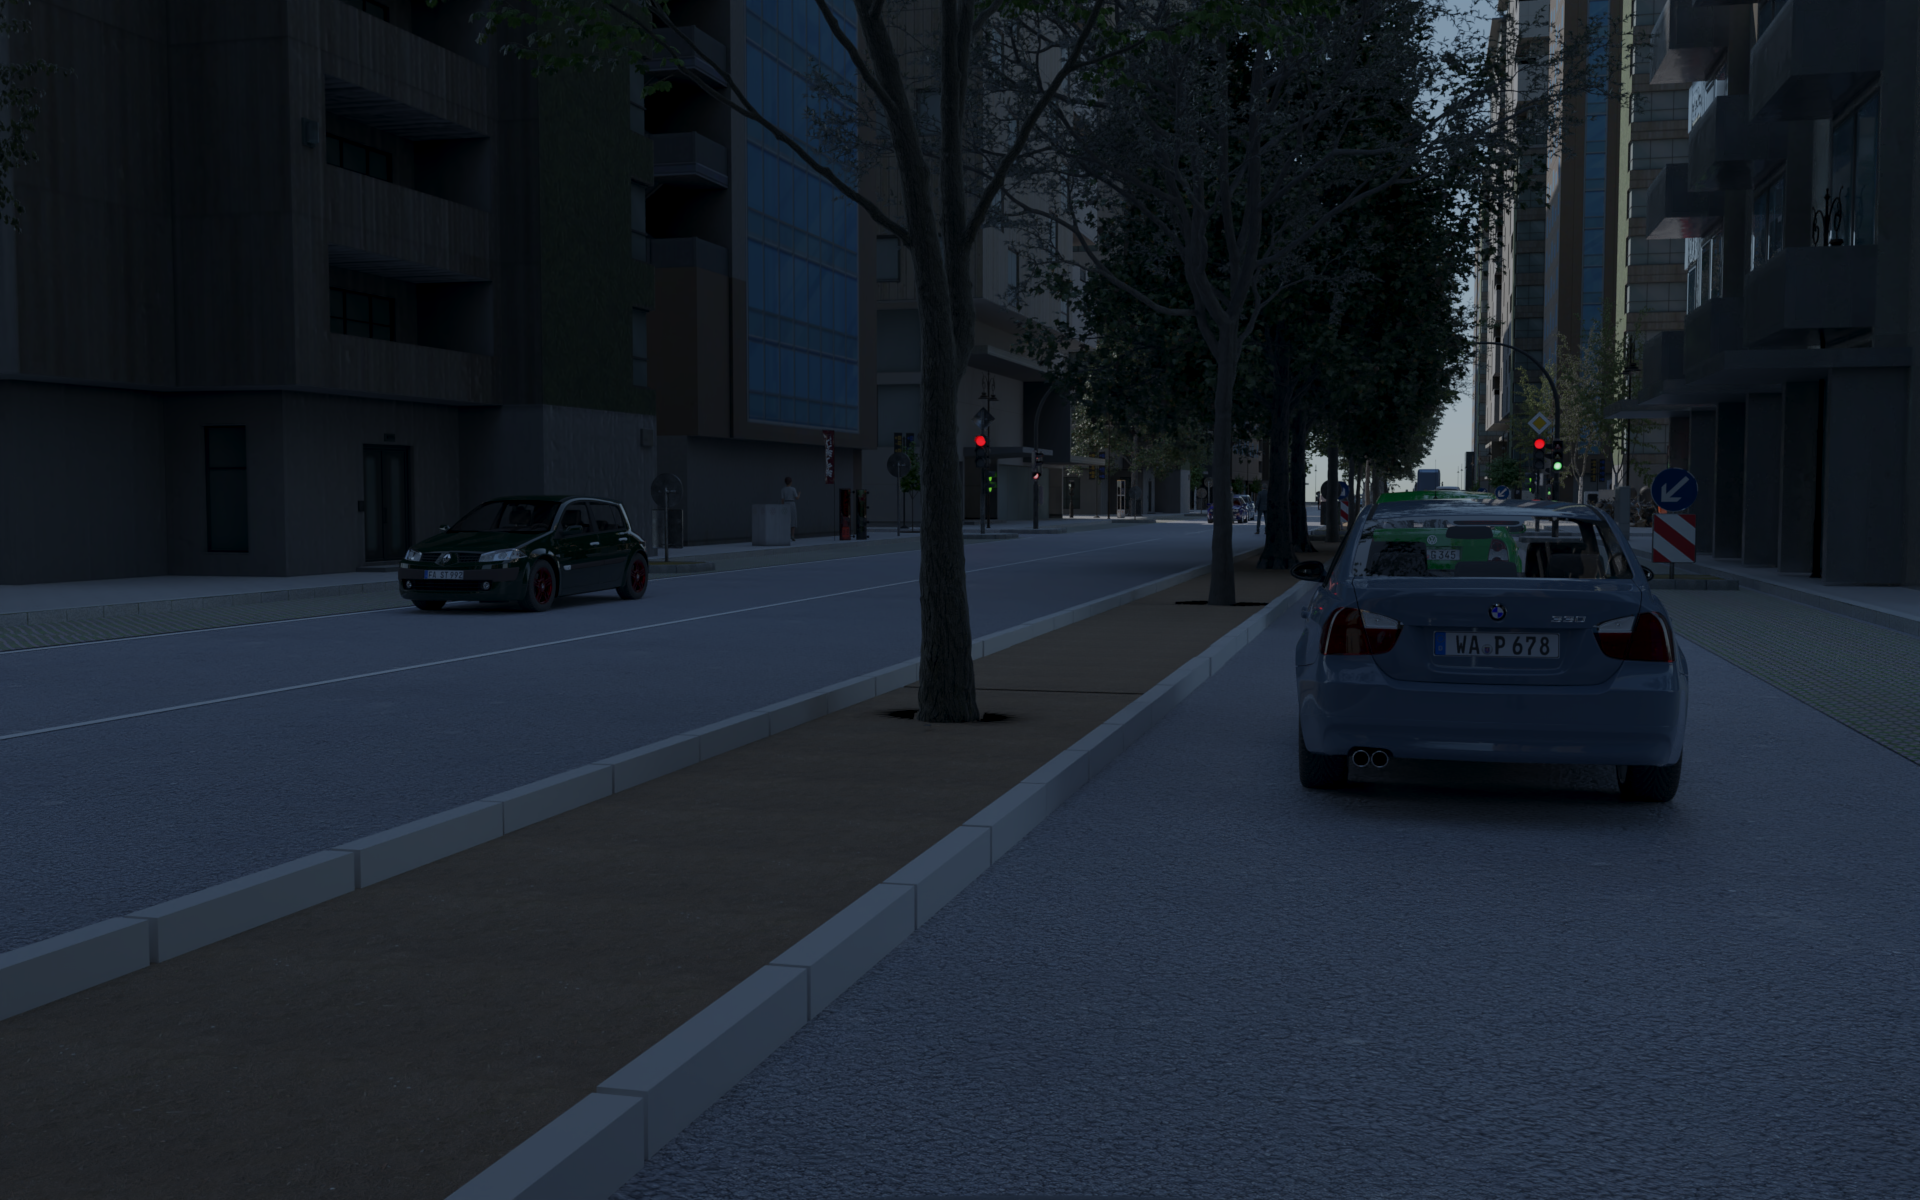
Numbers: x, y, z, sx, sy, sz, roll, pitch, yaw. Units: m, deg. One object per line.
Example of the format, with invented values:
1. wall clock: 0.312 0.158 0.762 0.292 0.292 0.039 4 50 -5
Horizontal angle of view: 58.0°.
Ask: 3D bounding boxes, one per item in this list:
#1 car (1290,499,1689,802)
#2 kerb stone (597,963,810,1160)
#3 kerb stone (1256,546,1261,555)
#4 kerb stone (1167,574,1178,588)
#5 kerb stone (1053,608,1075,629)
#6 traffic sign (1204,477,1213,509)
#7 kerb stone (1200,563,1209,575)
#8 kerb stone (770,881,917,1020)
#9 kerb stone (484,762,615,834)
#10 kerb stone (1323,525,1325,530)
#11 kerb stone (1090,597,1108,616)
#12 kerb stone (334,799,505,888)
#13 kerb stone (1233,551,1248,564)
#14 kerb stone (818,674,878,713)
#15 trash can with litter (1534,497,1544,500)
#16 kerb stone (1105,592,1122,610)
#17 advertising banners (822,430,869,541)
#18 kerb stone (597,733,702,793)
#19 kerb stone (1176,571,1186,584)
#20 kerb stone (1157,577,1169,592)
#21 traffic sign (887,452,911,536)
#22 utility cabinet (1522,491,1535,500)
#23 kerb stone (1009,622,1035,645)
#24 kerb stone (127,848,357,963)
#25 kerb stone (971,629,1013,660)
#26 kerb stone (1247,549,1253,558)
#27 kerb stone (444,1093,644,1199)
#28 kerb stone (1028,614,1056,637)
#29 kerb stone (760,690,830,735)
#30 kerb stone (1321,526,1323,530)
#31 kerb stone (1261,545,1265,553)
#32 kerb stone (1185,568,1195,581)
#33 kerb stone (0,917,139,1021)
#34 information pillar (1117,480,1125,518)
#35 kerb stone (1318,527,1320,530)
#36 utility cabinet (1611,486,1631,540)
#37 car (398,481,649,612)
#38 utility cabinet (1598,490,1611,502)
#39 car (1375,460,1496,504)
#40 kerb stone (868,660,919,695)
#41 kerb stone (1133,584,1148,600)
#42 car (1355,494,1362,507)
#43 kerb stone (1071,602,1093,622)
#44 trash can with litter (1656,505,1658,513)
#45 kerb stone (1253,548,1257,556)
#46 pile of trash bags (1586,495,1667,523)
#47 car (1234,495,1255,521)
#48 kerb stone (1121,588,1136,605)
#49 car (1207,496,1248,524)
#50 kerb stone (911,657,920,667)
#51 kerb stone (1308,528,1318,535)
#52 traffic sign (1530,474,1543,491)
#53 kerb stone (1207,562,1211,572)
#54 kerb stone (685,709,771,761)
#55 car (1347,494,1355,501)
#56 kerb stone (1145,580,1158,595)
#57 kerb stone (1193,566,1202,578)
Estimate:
1. car: 2.803 0.153 9.497 2.014 1.417 4.499 1 4 14
2. kerb stone: -0.600 1.099 4.220 0.120 0.150 1.000 1 4 15
3. kerb stone: 6.862 -1.116 40.448 0.120 0.150 1.000 1 4 15
4. kerb stone: 3.181 -0.267 26.557 0.120 0.150 1.000 1 4 15
5. kerb stone: 1.057 0.223 18.624 0.120 0.150 1.000 1 4 15
6. traffic sign: 18.664 -7.934 129.832 0.768 2.556 0.104 2 4 24
7. kerb stone: 4.224 -0.510 30.530 0.120 0.150 1.000 1 4 15
8. kerb stone: -0.336 1.039 5.208 0.120 0.150 1.000 1 4 15
9. kerb stone: -1.834 0.887 7.736 0.120 0.150 1.000 1 4 15
10. kerb stone: 13.853 -2.718 66.704 0.120 0.150 1.000 1 4 15
11. kerb stone: 1.589 0.098 20.599 0.120 0.150 1.000 1 4 15
12. kerb stone: -2.090 0.945 6.742 0.120 0.150 1.000 1 4 15
13. kerb stone: 6.068 -0.931 37.465 0.120 0.150 1.000 1 4 15
14. kerb stone: -0.783 0.642 11.693 0.120 0.150 1.000 1 4 15
15. trash can with litter: 30.614 -4.870 91.009 1.055 1.170 0.624 -1 4 -22
16. kerb stone: 1.848 0.040 21.588 0.120 0.150 1.000 1 4 15
17. advertising banners: -3.159 -3.160 47.854 0.090 3.025 2.074 2 4 33
18. kerb stone: -1.570 0.825 8.723 0.120 0.150 1.000 1 4 15
19. kerb stone: 3.436 -0.328 27.556 0.120 0.150 1.000 1 4 15
20. kerb stone: 2.915 -0.206 25.556 0.120 0.150 1.000 1 4 15
21. traffic sign: -1.870 -3.214 52.661 0.768 2.556 0.104 1 4 16
22. utility cabinet: 37.867 -6.565 116.020 1.173 1.500 0.318 0 4 -8
23. kerb stone: 0.533 0.348 16.648 0.120 0.150 1.000 1 4 15
24. kerb stone: -2.360 1.007 5.748 0.120 0.150 1.000 1 4 15
25. kerb stone: 0.282 0.400 15.655 0.120 0.150 1.000 1 4 15
26. kerb stone: 6.339 -0.994 38.453 0.120 0.150 1.000 1 4 15
27. kerb stone: -0.859 1.161 3.217 0.120 0.150 1.000 1 4 15
28. kerb stone: 0.793 0.281 17.637 0.120 0.150 1.000 1 4 15
29. kerb stone: -1.045 0.703 10.705 0.120 0.150 1.000 1 4 15
30. kerb stone: 13.585 -2.661 65.718 0.120 0.150 1.000 1 4 15
31. kerb stone: 7.127 -1.177 41.439 0.120 0.150 1.000 1 4 15
32. kerb stone: 3.703 -0.384 28.544 0.120 0.150 1.000 1 4 15
33. kerb stone: -2.632 1.067 4.755 0.120 0.150 1.000 1 4 15
34. information pillar: 8.552 -5.348 91.926 0.304 2.012 0.304 -2 4 -32
35. kerb stone: 13.066 -2.540 63.731 0.120 0.150 1.000 1 4 15
36. utility cabinet: 18.322 -2.403 47.962 0.318 1.500 1.173 1 4 15
37. car: -5.540 -0.772 22.403 2.009 1.686 4.222 1 4 16
38. utility cabinet: 32.467 -4.751 86.361 1.173 1.500 0.318 2 4 33
39. car: 5.444 -0.670 19.755 1.959 1.807 4.718 1 4 17
40. kerb stone: -0.518 0.582 12.680 0.120 0.150 1.000 1 4 15
41. kerb stone: 2.382 -0.085 23.578 0.120 0.150 1.000 1 4 15
42. car: 38.331 -9.371 165.017 2.131 1.459 4.920 1 4 17
43. kerb stone: 1.324 0.158 19.611 0.120 0.150 1.000 1 4 15
44. trash can with litter: 37.251 -4.935 92.080 1.055 1.170 0.624 -2 4 -30
45. kerb stone: 6.598 -1.055 39.446 0.120 0.150 1.000 1 4 15
46. pile of trash bags: 27.526 -3.764 71.287 3.447 1.369 1.912 0 4 8
47. car: 14.966 -5.000 93.759 2.014 1.417 4.499 1 4 15
48. kerb stone: 2.120 -0.022 22.582 0.120 0.150 1.000 1 4 15
49. car: 13.243 -4.465 85.587 1.945 1.354 3.894 1 4 15
50. kerb stone: -0.258 0.522 13.676 0.120 0.150 1.000 1 4 15
51. kerb stone: 12.791 -2.476 62.746 0.120 0.150 1.000 1 4 15
52. traffic sign: 28.488 -5.107 85.623 0.606 2.300 0.079 2 4 24
53. kerb stone: 4.490 -0.571 31.525 0.120 0.150 1.000 1 4 15
54. kerb stone: -1.310 0.764 9.712 0.120 0.150 1.000 1 4 15
55. car: 55.501 -14.427 245.668 2.009 1.686 4.222 1 4 14
56. kerb stone: 2.643 -0.145 24.570 0.120 0.150 1.000 1 4 15
57. kerb stone: 3.962 -0.449 29.542 0.120 0.150 1.000 1 4 15
